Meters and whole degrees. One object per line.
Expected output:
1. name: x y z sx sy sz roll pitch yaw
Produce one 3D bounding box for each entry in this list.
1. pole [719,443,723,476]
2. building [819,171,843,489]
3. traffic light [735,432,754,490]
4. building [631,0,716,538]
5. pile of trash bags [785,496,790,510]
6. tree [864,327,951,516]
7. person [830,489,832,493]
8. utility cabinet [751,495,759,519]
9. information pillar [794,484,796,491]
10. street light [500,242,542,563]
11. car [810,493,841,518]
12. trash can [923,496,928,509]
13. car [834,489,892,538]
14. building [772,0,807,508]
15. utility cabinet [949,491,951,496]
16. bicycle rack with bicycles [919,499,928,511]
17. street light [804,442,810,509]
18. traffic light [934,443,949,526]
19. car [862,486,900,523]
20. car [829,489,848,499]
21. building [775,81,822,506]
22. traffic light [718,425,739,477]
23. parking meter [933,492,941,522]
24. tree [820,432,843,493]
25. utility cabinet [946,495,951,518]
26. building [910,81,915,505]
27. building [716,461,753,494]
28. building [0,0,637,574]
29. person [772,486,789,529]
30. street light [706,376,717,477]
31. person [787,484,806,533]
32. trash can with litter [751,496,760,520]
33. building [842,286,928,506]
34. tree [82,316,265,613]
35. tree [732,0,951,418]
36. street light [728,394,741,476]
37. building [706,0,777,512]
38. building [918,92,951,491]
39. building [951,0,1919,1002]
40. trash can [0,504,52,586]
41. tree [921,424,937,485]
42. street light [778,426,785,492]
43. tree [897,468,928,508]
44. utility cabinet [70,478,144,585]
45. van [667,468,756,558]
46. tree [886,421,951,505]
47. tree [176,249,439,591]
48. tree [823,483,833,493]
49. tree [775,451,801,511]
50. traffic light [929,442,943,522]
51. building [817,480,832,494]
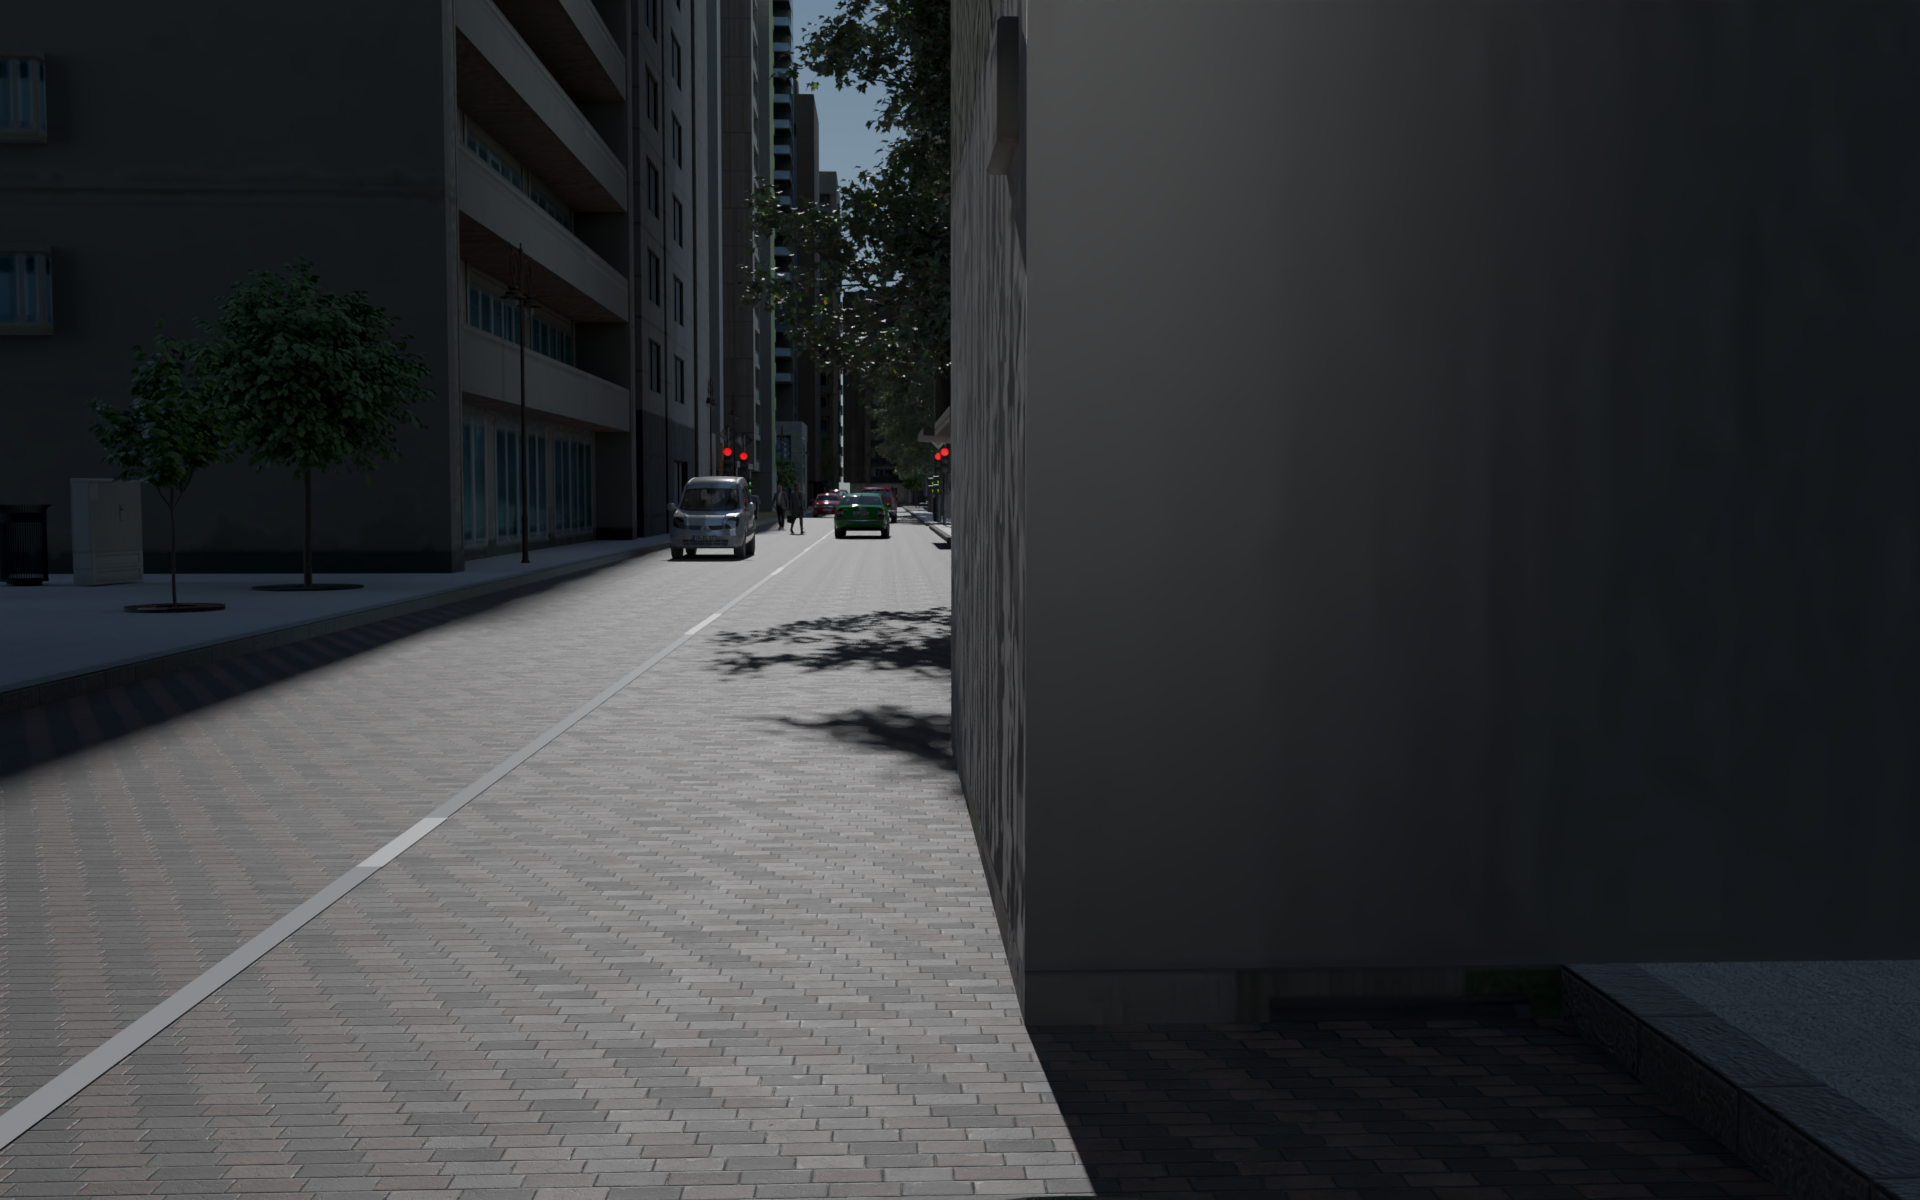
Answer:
1. pole: -9.466 -4.574 68.630 0.158 3.312 0.155 0 3 0
2. building: -27.720 -38.088 246.437 21.600 48.544 21.300 0 4 -2
3. traffic light: -9.703 -5.452 78.059 0.839 4.253 0.868 0 4 -2
4. building: -19.868 -37.927 58.364 20.611 71.187 20.563 0 4 -2
5. pile of trash bags: -14.288 -7.918 139.209 1.912 1.369 3.447 2 4 26
6. tree: -1.984 -13.166 121.922 9.857 13.997 8.962 0 3 0
7. person: -9.236 -7.082 124.690 0.834 1.777 0.661 -1 4 -23
8. utility cabinet: -10.830 -4.744 88.720 1.020 1.237 0.306 -2 4 -29
9. information pillar: -11.559 -7.207 122.326 0.304 2.012 0.304 1 4 8
10. street light: -8.083 -3.624 32.037 0.468 5.910 1.993 0 4 -2
11. car: -8.094 -5.948 106.294 2.155 1.783 4.494 0 4 -3
12. trash can: -2.828 -8.227 146.170 0.748 1.137 0.748 0 3 0
13. car: -3.269 -3.029 58.328 1.959 1.807 4.718 0 4 -1
14. building: -25.825 -52.207 166.262 22.319 86.520 31.000 0 4 -2
15. utility cabinet: -0.288 -6.561 115.958 1.173 1.500 0.318 2 4 23
16. bicycle rack with bicycles: -1.785 -6.995 127.749 2.852 0.926 2.925 -2 4 -28
17. street light: -13.344 -10.929 151.483 0.468 5.910 1.993 0 4 -2
18. traffic light: -0.652 -4.988 70.476 0.839 4.253 0.868 0 4 -2
19. car: -4.217 -4.863 88.187 2.281 1.827 5.304 0 4 -2
20. car: -9.806 -8.011 139.660 2.281 1.827 5.304 0 4 -4
21. building: -22.579 -33.035 190.240 14.600 45.320 14.200 0 4 -2
22. traffic light: -9.355 -4.964 70.082 0.839 4.253 0.868 0 4 -2
23. parking meter: -1.078 -4.436 80.935 0.372 1.533 0.369 0 3 0
24. tree: -15.684 -15.392 202.021 4.737 8.622 4.395 0 3 0
25. utility cabinet: -0.570 -5.026 93.343 0.306 1.237 1.020 0 4 3
26. building: 4.362 -41.167 215.080 21.231 58.520 28.212 0 4 -2
27. building: -27.927 -24.587 93.882 32.217 40.220 23.993 0 4 -2
28. building: -19.313 -25.250 36.541 21.300 48.544 21.600 0 4 -2
29. person: -7.337 -3.780 70.709 0.661 1.777 0.834 0 4 -3
30. street light: -9.808 -5.837 68.227 0.468 5.910 1.993 0 4 -2
31. person: -5.926 -3.336 63.150 0.694 1.812 0.767 -2 4 -31
32. trash can with litter: -10.326 -4.600 86.595 0.624 1.170 1.055 0 4 -1
33. building: -9.540 -28.885 243.976 14.107 30.474 14.160 0 4 -2
34. tree: -8.817 -1.496 19.060 1.663 3.219 1.824 0 3 0
35. tree: 1.949 -6.623 25.292 9.611 12.733 9.660 0 3 0
36. street light: -10.193 -6.452 78.282 0.468 5.910 1.993 0 4 -2
37. building: -20.428 -26.764 121.192 14.154 41.232 14.086 0 4 -2
38. building: 10.354 -35.666 172.377 28.713 52.752 27.495 0 4 -2
39. building: 6.886 -19.997 10.539 14.154 41.232 14.086 0 4 -2
40. trash can: -13.112 -0.770 24.242 0.748 1.137 0.748 0 3 0
41. tree: -1.902 -11.041 130.887 4.737 8.622 4.395 0 3 0
42. street light: -11.807 -8.695 114.950 0.468 5.910 1.993 0 4 -2
43. tree: -4.082 -10.617 157.308 4.285 4.588 4.351 0 3 0
44. utility cabinet: -12.049 -0.968 24.509 0.318 1.500 1.173 0 4 7
45. van: -5.674 -2.016 39.979 2.013 2.044 4.112 0 4 -2
46. tree: -3.410 -14.173 149.853 7.486 12.596 7.792 0 3 0
47. tree: -8.790 -2.424 23.346 4.285 4.588 4.351 0 3 0
48. tree: -17.727 -14.435 230.605 1.663 3.219 1.824 0 3 0
49. tree: -13.798 -9.070 132.001 4.285 4.588 4.351 0 3 0
50. traffic light: -1.001 -5.476 78.453 0.839 4.253 0.868 0 4 -2
51. building: -30.877 -34.377 216.694 28.867 44.769 22.147 0 4 -2
